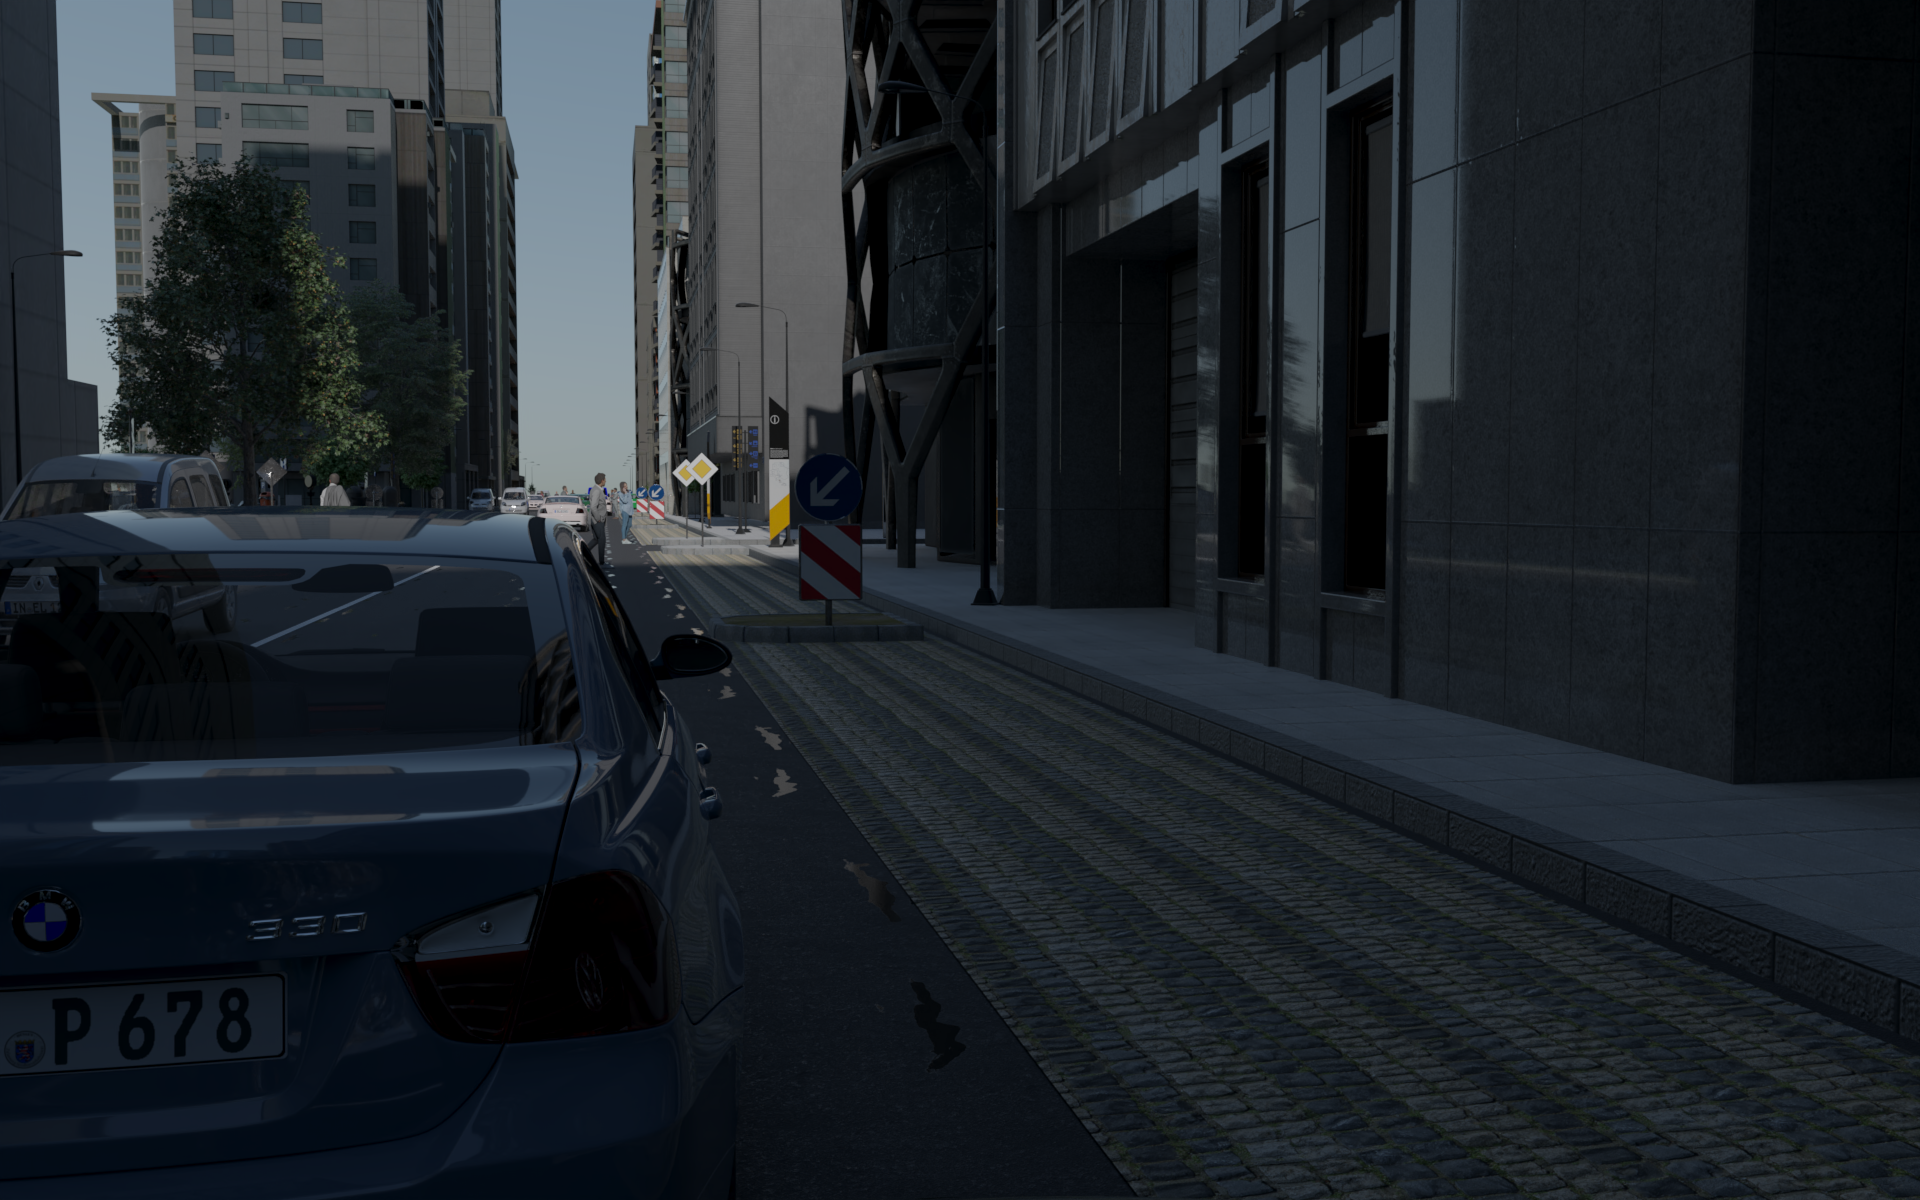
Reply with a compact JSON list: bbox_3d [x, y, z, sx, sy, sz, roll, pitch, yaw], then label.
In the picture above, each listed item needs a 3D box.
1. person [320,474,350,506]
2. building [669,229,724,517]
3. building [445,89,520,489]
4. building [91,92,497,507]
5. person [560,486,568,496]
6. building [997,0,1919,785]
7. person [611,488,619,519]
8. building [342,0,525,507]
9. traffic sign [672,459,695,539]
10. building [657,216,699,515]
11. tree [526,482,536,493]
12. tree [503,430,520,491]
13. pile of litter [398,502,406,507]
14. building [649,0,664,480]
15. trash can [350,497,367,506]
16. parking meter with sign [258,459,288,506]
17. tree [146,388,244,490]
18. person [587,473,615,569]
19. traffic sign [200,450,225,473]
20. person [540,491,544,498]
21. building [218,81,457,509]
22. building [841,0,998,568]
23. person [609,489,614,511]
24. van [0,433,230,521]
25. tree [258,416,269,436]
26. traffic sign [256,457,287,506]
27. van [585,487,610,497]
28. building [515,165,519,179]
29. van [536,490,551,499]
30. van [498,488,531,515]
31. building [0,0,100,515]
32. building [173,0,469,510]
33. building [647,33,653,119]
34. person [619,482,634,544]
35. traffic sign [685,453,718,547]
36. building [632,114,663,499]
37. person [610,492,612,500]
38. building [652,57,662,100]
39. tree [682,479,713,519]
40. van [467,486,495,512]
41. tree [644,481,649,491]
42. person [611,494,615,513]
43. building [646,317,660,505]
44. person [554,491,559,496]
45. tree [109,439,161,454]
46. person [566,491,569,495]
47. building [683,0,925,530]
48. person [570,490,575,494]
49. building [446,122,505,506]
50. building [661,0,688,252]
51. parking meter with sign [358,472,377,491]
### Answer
[{"bbox_3d":[-12.140,-1.535,33.694,0.679,1.850,0.850,1,4,17],"label":"person"},{"bbox_3d":[-8.308,-14.242,100.316,16.820,18.784,16.811,-1,4,-12],"label":"building"},{"bbox_3d":[-65.288,-35.879,210.316,21.300,48.544,21.600,-1,4,-12],"label":"building"},{"bbox_3d":[-61.157,-28.861,163.755,32.217,40.220,23.993,-1,4,-12],"label":"building"},{"bbox_3d":[-17.643,-4.214,77.505,0.767,1.812,0.694,-2,4,-24],"label":"person"},{"bbox_3d":[8.313,-11.799,10.938,12.078,24.808,19.932,-1,4,-12],"label":"building"},{"bbox_3d":[-19.987,-5.598,100.209,0.466,1.800,0.511,-3,5,-40],"label":"person"},{"bbox_3d":[-69.213,-48.480,230.904,20.563,71.187,20.611,-1,4,-12],"label":"building"},{"bbox_3d":[-7.857,-2.821,49.767,0.795,2.450,0.064,-1,4,-12],"label":"traffic sign"},{"bbox_3d":[-14.673,-15.986,116.118,10.420,20.320,16.860,-1,4,-12],"label":"building"},{"bbox_3d":[-68.628,-17.279,277.109,1.663,3.219,1.824,0,3,0],"label":"tree"},{"bbox_3d":[-51.913,-15.040,196.258,4.360,8.622,3.978,0,3,0],"label":"tree"},{"bbox_3d":[-31.559,-5.101,97.364,1.719,0.858,1.176,2,4,30],"label":"pile of litter"},{"bbox_3d":[-16.480,-30.686,156.338,22.147,44.769,28.867,-1,4,-12],"label":"building"},{"bbox_3d":[-26.944,-4.039,77.690,0.748,1.137,0.748,0,3,0],"label":"trash can"},{"bbox_3d":[-33.512,-5.366,83.997,0.543,3.016,1.738,3,4,38],"label":"parking meter with sign"},{"bbox_3d":[-41.370,-8.663,91.997,4.737,8.622,4.395,0,3,0],"label":"tree"},{"bbox_3d":[-7.045,-1.525,33.286,0.795,1.843,0.661,-1,4,-9],"label":"person"},{"bbox_3d":[-17.263,-2.206,39.705,0.795,2.450,0.064,-1,4,-12],"label":"traffic sign"},{"bbox_3d":[-38.244,-9.098,157.971,0.721,1.743,1.217,-3,5,-42],"label":"person"},{"bbox_3d":[-44.715,-21.668,125.981,14.160,30.474,14.107,-1,4,-12],"label":"building"},{"bbox_3d":[5.881,-10.250,35.045,16.820,18.784,16.811,-1,4,-12],"label":"building"},{"bbox_3d":[-28.721,-8.226,142.981,0.705,1.826,1.348,-2,4,-28],"label":"person"},{"bbox_3d":[-8.190,-0.590,16.654,2.013,2.044,4.112,-1,4,-10],"label":"van"},{"bbox_3d":[-48.314,-10.159,116.468,4.737,8.622,4.395,0,3,0],"label":"tree"},{"bbox_3d":[-18.875,-2.684,47.526,0.795,2.450,0.064,-1,4,-12],"label":"traffic sign"},{"bbox_3d":[-33.086,-9.401,158.083,2.240,2.365,5.245,-1,4,-12],"label":"van"},{"bbox_3d":[-79.642,-40.648,253.836,28.713,52.752,27.495,-1,4,-12],"label":"building"},{"bbox_3d":[-45.210,-11.055,187.765,2.013,2.044,4.112,-1,4,-11],"label":"van"},{"bbox_3d":[-28.578,-6.374,111.222,2.013,2.044,4.112,-1,4,-12],"label":"van"},{"bbox_3d":[-27.425,-35.883,24.944,20.611,71.187,20.563,-1,4,-12],"label":"building"},{"bbox_3d":[-50.777,-43.006,141.400,20.563,71.187,20.611,-1,4,-12],"label":"building"},{"bbox_3d":[-40.135,-50.896,270.400,20.563,71.187,20.611,-1,4,-12],"label":"building"},{"bbox_3d":[-9.652,-2.521,49.978,0.793,1.790,0.793,-1,4,-16],"label":"person"},{"bbox_3d":[-6.245,-2.343,41.946,0.795,2.450,0.064,-1,4,-12],"label":"traffic sign"},{"bbox_3d":[-30.254,-36.427,219.286,21.300,48.544,21.600,-1,4,-12],"label":"building"},{"bbox_3d":[-35.681,-10.303,177.629,0.621,1.740,0.551,1,4,13],"label":"person"},{"bbox_3d":[-34.158,-57.015,244.863,22.319,86.520,31.000,-1,4,-12],"label":"building"},{"bbox_3d":[-13.590,-5.767,88.889,1.663,3.219,1.824,0,3,0],"label":"tree"},{"bbox_3d":[-34.997,-7.321,126.712,2.013,2.044,4.112,-1,4,-12],"label":"van"},{"bbox_3d":[-36.852,-12.991,207.007,1.663,3.219,1.824,0,3,0],"label":"tree"},{"bbox_3d":[-26.360,-7.367,132.166,0.599,1.433,0.991,1,4,14],"label":"person"},{"bbox_3d":[-19.213,-20.849,185.919,27.650,21.520,28.899,-1,4,-12],"label":"building"},{"bbox_3d":[-48.272,-12.123,207.258,0.990,1.755,0.434,1,4,21],"label":"person"},{"bbox_3d":[-48.869,-7.273,102.623,4.285,4.588,4.351,0,3,0],"label":"tree"},{"bbox_3d":[-36.102,-9.116,158.351,0.742,1.727,0.445,0,4,2],"label":"person"},{"bbox_3d":[-4.070,-17.180,74.408,14.314,27.812,24.014,-1,4,-12],"label":"building"},{"bbox_3d":[-34.653,-8.959,154.997,1.348,1.821,0.705,0,4,0],"label":"person"},{"bbox_3d":[-56.477,-30.638,184.521,14.154,41.232,14.086,-1,4,-12],"label":"building"},{"bbox_3d":[-15.985,-27.588,134.662,14.154,41.232,14.086,-1,4,-12],"label":"building"},{"bbox_3d":[-40.018,-7.330,116.099,1.738,3.016,0.543,-2,4,-28],"label":"parking meter with sign"}]
